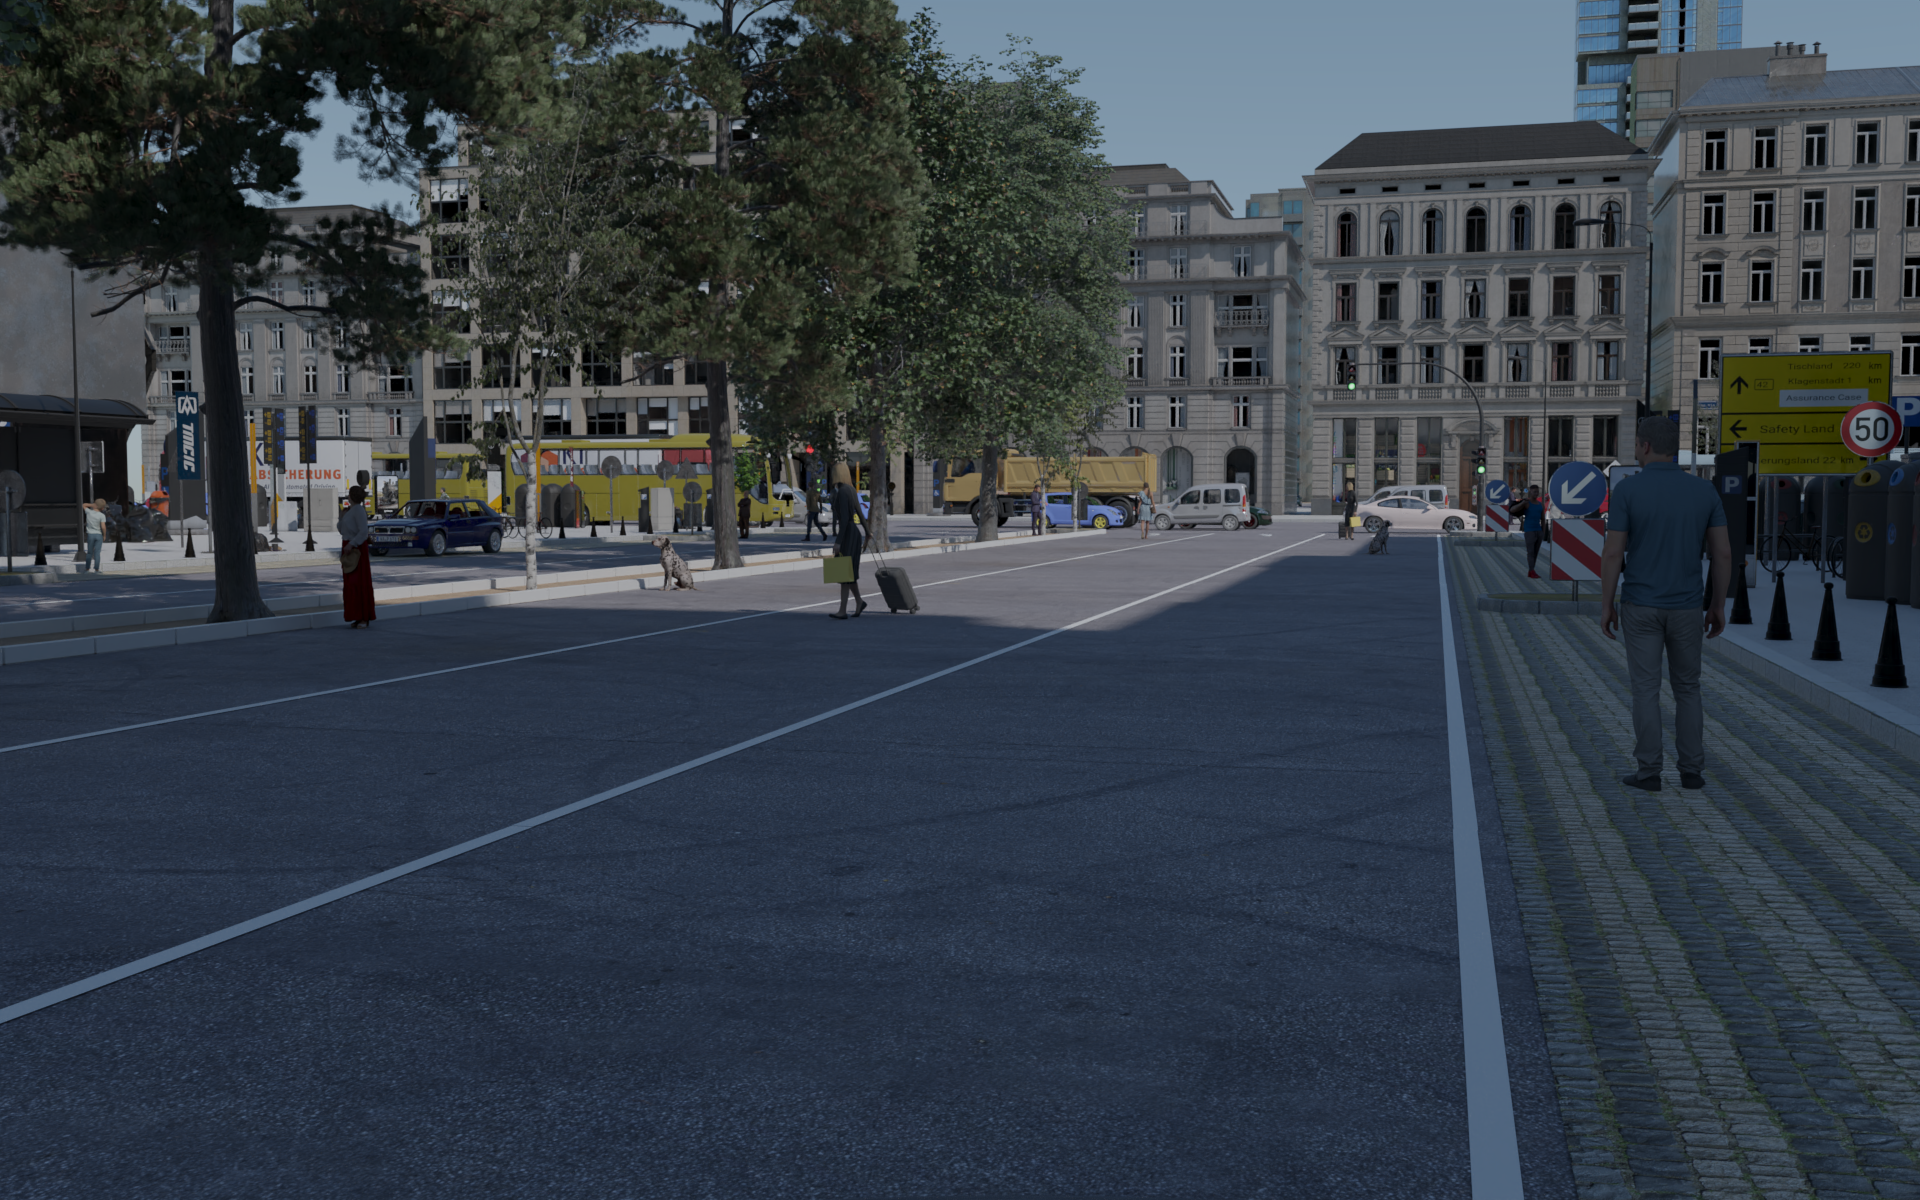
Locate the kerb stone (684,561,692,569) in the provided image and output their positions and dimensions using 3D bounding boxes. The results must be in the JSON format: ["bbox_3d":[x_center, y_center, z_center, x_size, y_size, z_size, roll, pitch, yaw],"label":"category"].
[{"bbox_3d":[-5.331,-0.626,32.429,0.120,0.150,1.000,1,4,15],"label":"kerb stone"}]

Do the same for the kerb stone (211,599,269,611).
[{"bbox_3d":[-8.592,0.105,20.507,0.120,0.150,1.000,1,4,15],"label":"kerb stone"}]

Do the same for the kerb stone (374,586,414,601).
[{"bbox_3d":[-7.779,-0.078,23.481,0.120,0.150,1.000,1,4,15],"label":"kerb stone"}]

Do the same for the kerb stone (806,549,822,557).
[{"bbox_3d":[-3.426,-1.050,39.360,0.120,0.150,1.000,1,4,15],"label":"kerb stone"}]

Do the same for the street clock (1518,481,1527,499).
[{"bbox_3d":[30.363,-5.443,93.566,0.358,2.002,0.471,-2,4,-26],"label":"street clock"}]

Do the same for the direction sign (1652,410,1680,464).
[{"bbox_3d":[19.076,-3.361,46.957,0.379,3.537,0.876,-2,4,-33],"label":"direction sign"}]

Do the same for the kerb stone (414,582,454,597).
[{"bbox_3d":[-7.505,-0.139,24.470,0.120,0.150,1.000,1,4,15],"label":"kerb stone"}]

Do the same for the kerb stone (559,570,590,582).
[{"bbox_3d":[-6.417,-0.382,28.452,0.120,0.150,1.000,1,4,15],"label":"kerb stone"}]

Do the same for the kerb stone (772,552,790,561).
[{"bbox_3d":[-3.969,-0.928,37.381,0.120,0.150,1.000,1,4,15],"label":"kerb stone"}]

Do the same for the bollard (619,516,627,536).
[{"bbox_3d":[-10.421,-2.293,53.525,0.229,0.601,0.229,0,3,0],"label":"bollard"}]

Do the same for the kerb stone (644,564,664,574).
[{"bbox_3d":[-5.598,-0.559,31.424,0.120,0.150,1.000,1,4,15],"label":"kerb stone"}]

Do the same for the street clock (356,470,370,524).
[{"bbox_3d":[-17.877,-2.896,51.919,0.358,2.002,0.471,-3,5,-42],"label":"street clock"}]

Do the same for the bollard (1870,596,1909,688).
[{"bbox_3d":[6.194,0.276,11.525,0.229,0.601,0.229,0,3,0],"label":"bollard"}]

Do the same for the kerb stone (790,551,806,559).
[{"bbox_3d":[-3.695,-0.988,38.369,0.120,0.150,1.000,1,4,15],"label":"kerb stone"}]

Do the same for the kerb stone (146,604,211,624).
[{"bbox_3d":[-8.866,0.165,19.515,0.120,0.150,1.000,1,4,15],"label":"kerb stone"}]

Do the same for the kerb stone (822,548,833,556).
[{"bbox_3d":[-3.151,-1.109,40.348,0.120,0.150,1.000,1,4,15],"label":"kerb stone"}]

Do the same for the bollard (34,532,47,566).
[{"bbox_3d":[-16.551,-0.925,31.166,0.229,0.601,0.229,0,3,0],"label":"bollard"}]

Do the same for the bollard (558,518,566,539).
[{"bbox_3d":[-11.446,-2.065,49.803,0.229,0.601,0.229,0,3,0],"label":"bollard"}]

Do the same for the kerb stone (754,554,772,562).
[{"bbox_3d":[-4.235,-0.865,36.390,0.120,0.150,1.000,1,4,15],"label":"kerb stone"}]

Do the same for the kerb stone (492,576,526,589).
[{"bbox_3d":[-6.966,-0.260,26.449,0.120,0.150,1.000,1,4,15],"label":"kerb stone"}]

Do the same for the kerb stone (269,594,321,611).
[{"bbox_3d":[-8.322,0.044,21.498,0.120,0.150,1.000,1,4,15],"label":"kerb stone"}]

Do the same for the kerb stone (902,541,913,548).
[{"bbox_3d":[-1.522,-1.470,46.303,0.120,0.150,1.000,1,4,15],"label":"kerb stone"}]

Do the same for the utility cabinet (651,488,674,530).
[{"bbox_3d":[-10.506,-3.207,61.108,0.318,1.500,1.173,1,4,19],"label":"utility cabinet"}]

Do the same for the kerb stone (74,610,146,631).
[{"bbox_3d":[-9.141,0.225,18.518,0.120,0.150,1.000,1,4,15],"label":"kerb stone"}]

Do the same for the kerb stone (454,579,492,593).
[{"bbox_3d":[-7.233,-0.199,25.459,0.120,0.150,1.000,1,4,15],"label":"kerb stone"}]

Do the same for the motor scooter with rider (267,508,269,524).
[{"bbox_3d":[-33.542,-4.480,82.208,1.986,1.779,0.876,1,4,16],"label":"motor scooter with rider"}]

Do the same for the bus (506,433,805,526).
[{"bbox_3d":[-12.673,-4.899,71.652,12.252,3.916,2.896,1,4,14],"label":"bus"}]

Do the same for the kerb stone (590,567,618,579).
[{"bbox_3d":[-6.146,-0.443,29.441,0.120,0.150,1.000,1,4,15],"label":"kerb stone"}]

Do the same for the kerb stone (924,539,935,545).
[{"bbox_3d":[-0.977,-1.596,48.283,0.120,0.150,1.000,1,4,15],"label":"kerb stone"}]

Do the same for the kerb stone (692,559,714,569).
[{"bbox_3d":[-5.054,-0.687,33.420,0.120,0.150,1.000,1,4,15],"label":"kerb stone"}]

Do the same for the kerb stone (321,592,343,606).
[{"bbox_3d":[-8.049,-0.016,22.487,0.120,0.150,1.000,1,4,15],"label":"kerb stone"}]

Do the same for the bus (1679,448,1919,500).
[{"bbox_3d":[33.141,-4.445,67.530,13.247,3.499,2.948,1,4,17],"label":"bus"}]

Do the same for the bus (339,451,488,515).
[{"bbox_3d":[-31.236,-6.207,93.025,12.252,3.916,2.896,1,4,15],"label":"bus"}]

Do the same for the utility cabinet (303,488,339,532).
[{"bbox_3d":[-21.495,-3.031,58.235,1.173,1.500,0.318,1,4,18],"label":"utility cabinet"}]

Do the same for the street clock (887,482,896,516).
[{"bbox_3d":[-4.085,-6.047,103.437,0.471,2.002,0.358,-1,4,-12],"label":"street clock"}]

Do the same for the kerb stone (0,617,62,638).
[{"bbox_3d":[-9.414,0.286,17.517,0.120,0.150,1.000,1,4,15],"label":"kerb stone"}]

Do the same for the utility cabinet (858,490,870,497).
[{"bbox_3d":[-5.789,-5.999,106.757,0.318,1.500,1.173,2,4,35],"label":"utility cabinet"}]

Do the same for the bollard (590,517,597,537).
[{"bbox_3d":[-10.931,-2.179,51.669,0.229,0.601,0.229,0,3,0],"label":"bollard"}]

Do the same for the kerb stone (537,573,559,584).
[{"bbox_3d":[-6.692,-0.315,27.446,0.120,0.150,1.000,1,4,15],"label":"kerb stone"}]

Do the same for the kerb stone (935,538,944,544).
[{"bbox_3d":[-0.711,-1.651,49.274,0.120,0.150,1.000,1,4,15],"label":"kerb stone"}]

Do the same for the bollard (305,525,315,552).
[{"bbox_3d":[-14.505,-1.382,38.632,0.229,0.601,0.229,0,3,0],"label":"bollard"}]

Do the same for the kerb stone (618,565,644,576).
[{"bbox_3d":[-5.871,-0.504,30.435,0.120,0.150,1.000,1,4,15],"label":"kerb stone"}]

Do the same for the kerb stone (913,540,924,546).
[{"bbox_3d":[-1.250,-1.535,47.294,0.120,0.150,1.000,1,4,15],"label":"kerb stone"}]

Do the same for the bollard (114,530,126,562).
[{"bbox_3d":[-16.039,-1.039,33.033,0.229,0.601,0.229,0,3,0],"label":"bollard"}]

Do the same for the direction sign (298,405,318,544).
[{"bbox_3d":[-16.737,-3.211,44.490,0.876,3.537,0.379,3,5,43],"label":"direction sign"}]

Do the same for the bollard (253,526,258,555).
[{"bbox_3d":[-15.019,-1.267,36.765,0.229,0.601,0.229,0,3,0],"label":"bollard"}]

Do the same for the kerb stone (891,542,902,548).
[{"bbox_3d":[-1.791,-1.412,45.303,0.120,0.150,1.000,1,4,15],"label":"kerb stone"}]

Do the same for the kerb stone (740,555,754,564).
[{"bbox_3d":[-4.508,-0.808,35.401,0.120,0.150,1.000,1,4,15],"label":"kerb stone"}]

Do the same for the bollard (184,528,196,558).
[{"bbox_3d":[-15.524,-1.154,34.907,0.229,0.601,0.229,0,3,0],"label":"bollard"}]

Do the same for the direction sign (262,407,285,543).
[{"bbox_3d":[-18.051,-3.280,45.623,0.379,3.537,0.876,1,4,13],"label":"direction sign"}]
